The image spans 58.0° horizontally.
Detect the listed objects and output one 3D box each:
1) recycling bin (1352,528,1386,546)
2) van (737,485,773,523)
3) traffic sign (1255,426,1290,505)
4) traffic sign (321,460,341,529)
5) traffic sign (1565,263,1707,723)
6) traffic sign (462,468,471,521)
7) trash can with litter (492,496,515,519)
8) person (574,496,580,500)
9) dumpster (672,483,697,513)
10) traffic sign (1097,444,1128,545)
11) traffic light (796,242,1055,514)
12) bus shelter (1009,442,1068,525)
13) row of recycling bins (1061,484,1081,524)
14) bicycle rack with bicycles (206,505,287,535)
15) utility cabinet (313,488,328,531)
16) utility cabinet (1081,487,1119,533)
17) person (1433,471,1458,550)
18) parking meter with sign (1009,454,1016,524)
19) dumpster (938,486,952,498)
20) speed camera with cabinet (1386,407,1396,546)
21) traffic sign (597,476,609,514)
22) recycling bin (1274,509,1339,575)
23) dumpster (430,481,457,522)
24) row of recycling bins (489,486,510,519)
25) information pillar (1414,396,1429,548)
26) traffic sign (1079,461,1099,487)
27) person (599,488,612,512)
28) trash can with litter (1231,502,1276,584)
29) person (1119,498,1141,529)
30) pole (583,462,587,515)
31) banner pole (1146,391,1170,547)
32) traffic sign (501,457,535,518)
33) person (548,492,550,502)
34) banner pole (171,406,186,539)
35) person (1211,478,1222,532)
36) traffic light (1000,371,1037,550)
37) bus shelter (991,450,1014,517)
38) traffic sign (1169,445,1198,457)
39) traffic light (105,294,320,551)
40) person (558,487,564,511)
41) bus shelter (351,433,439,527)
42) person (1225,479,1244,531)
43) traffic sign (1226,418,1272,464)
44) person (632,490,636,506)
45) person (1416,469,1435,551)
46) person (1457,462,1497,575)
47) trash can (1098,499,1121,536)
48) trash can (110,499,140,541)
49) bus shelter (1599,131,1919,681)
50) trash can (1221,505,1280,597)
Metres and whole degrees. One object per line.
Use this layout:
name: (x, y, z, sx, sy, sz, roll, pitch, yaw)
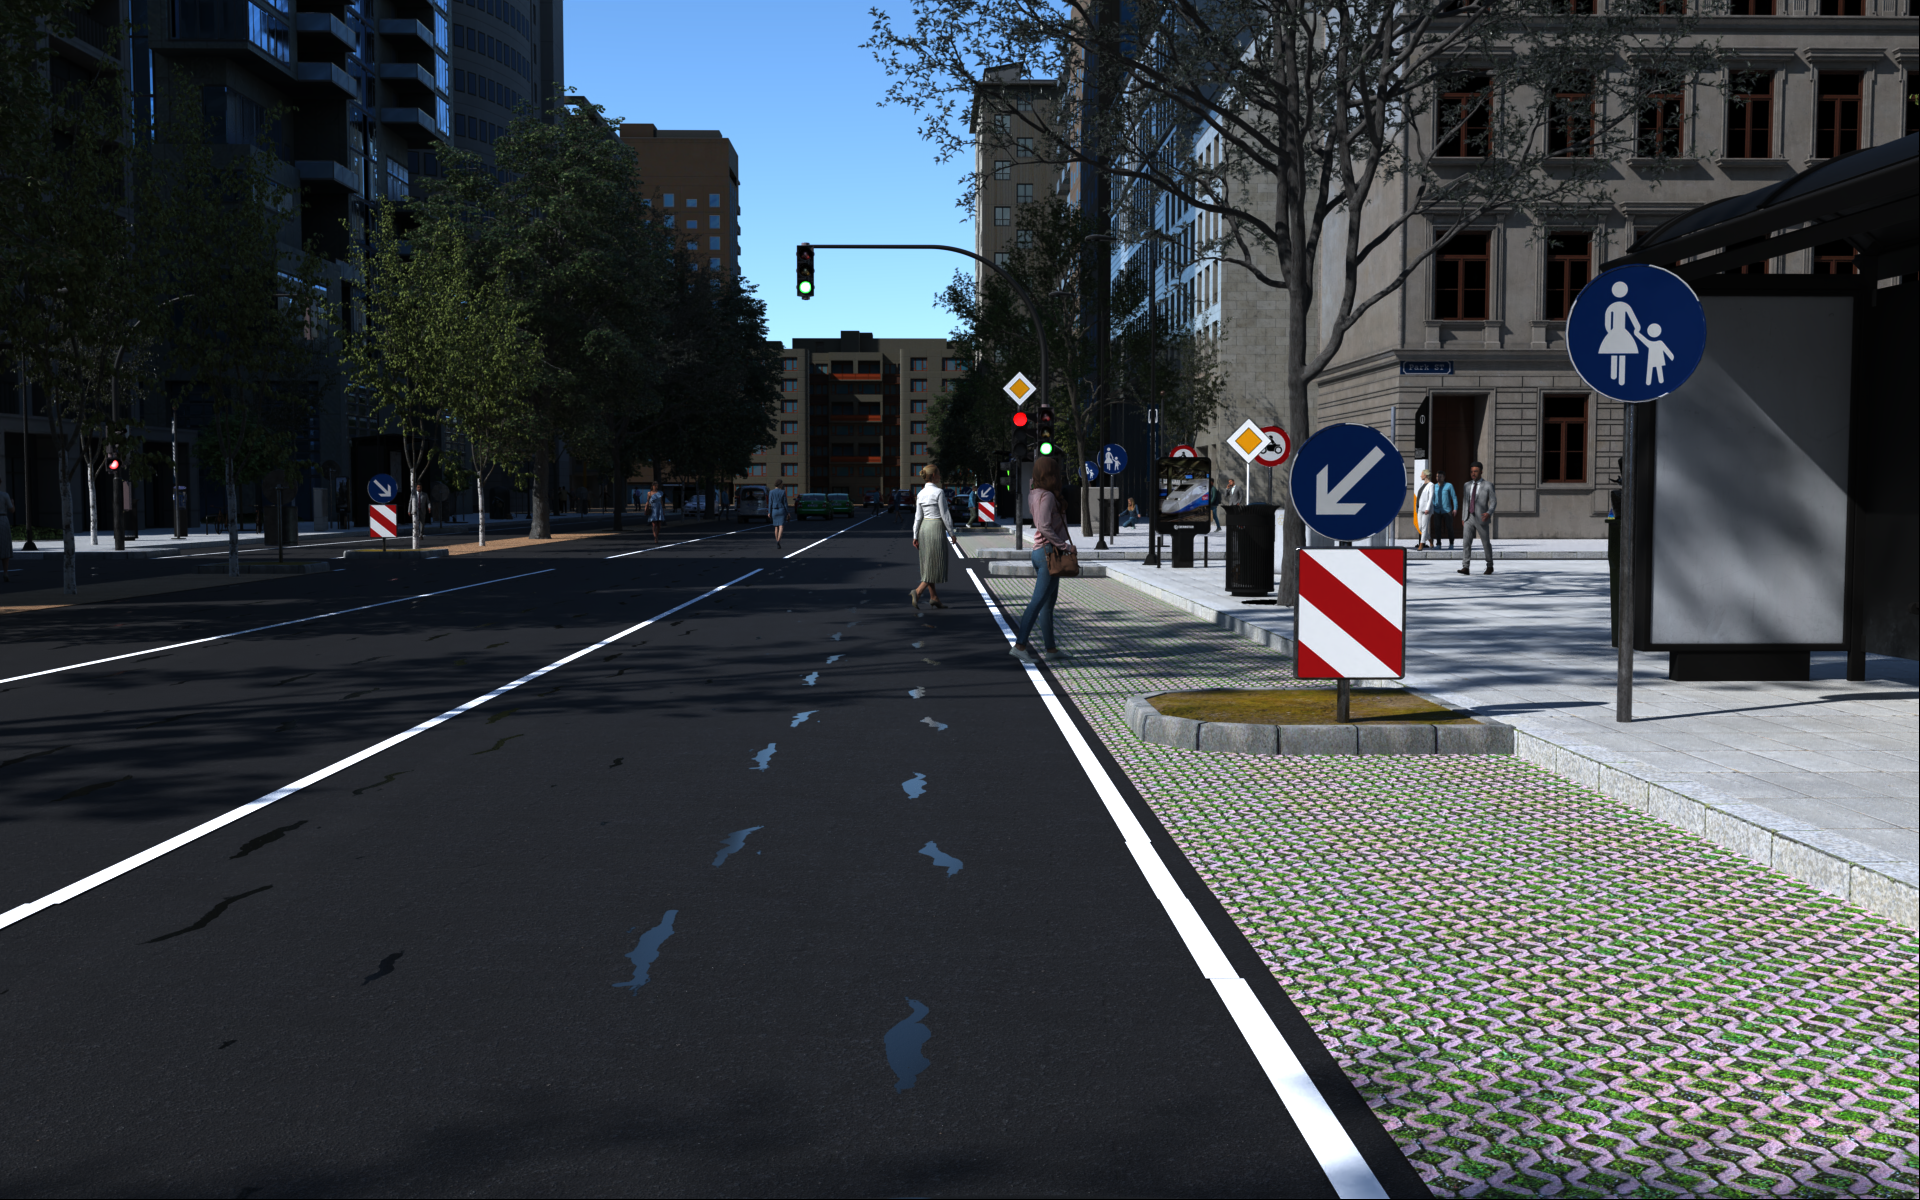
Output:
recycling bin: (7.154, -1.125, 30.955, 0.722, 1.027, 0.722, 2, 4, 35)
van: (-10.087, -4.843, 86.199, 2.013, 2.044, 4.112, 0, 4, -1)
traffic sign: (5.779, -1.968, 32.289, 0.768, 2.556, 0.104, 0, 4, 6)
traffic sign: (-23.386, -3.930, 64.364, 0.768, 2.556, 0.104, 0, 4, 5)
traffic sign: (3.742, -0.586, 9.681, 0.768, 2.556, 0.104, 0, 4, 3)
traffic sign: (-23.876, -5.084, 83.233, 0.768, 2.556, 0.104, 0, 4, 4)
trash can with litter: (-23.057, -4.654, 87.474, 1.055, 1.170, 0.624, -2, 4, -26)
person: (-26.970, -7.044, 121.931, 0.721, 1.735, 1.217, -2, 4, -28)
dumpster: (-21.047, -7.824, 132.868, 1.985, 2.255, 1.502, 0, 4, -2)
traffic sign: (3.854, -2.678, 43.898, 0.768, 2.556, 0.104, 0, 4, 0)
traffic light: (-0.568, -3.482, 31.601, 4.771, 5.953, 1.251, 0, 4, -1)
bus shelter: (3.107, -4.630, 69.622, 2.014, 3.302, 5.546, 0, 4, -1)
row of recycling bins: (4.755, -4.199, 75.764, 1.069, 1.692, 3.534, 0, 4, -4)
bicycle rack with bicycles: (-22.903, -2.585, 55.649, 2.852, 0.926, 2.925, -1, 4, -11)
utility cabinet: (-22.130, -3.139, 59.995, 0.318, 1.500, 1.173, -1, 4, -11)
utility cabinet: (4.499, -2.875, 55.684, 1.173, 1.500, 0.318, 0, 4, -4)
person: (11.245, -2.087, 40.178, 0.660, 1.820, 0.620, 2, 4, 31)
parking meter with sign: (2.679, -4.768, 74.218, 0.543, 3.016, 1.738, -1, 4, -22)
dumpster: (-1.784, -10.469, 176.122, 1.985, 2.255, 1.502, 0, 3, 0)
speed camera with cabinet: (9.634, -2.788, 39.924, 0.660, 3.252, 2.038, 0, 4, 2)
traffic sign: (-22.430, -6.650, 108.837, 0.768, 2.556, 0.104, 1, 4, 8)
recycling bin: (5.500, -0.925, 27.679, 0.722, 1.027, 0.722, -3, 5, -43)
dumpster: (-23.675, -4.457, 78.636, 1.264, 1.857, 1.865, 0, 4, -1)
row of recycling bins: (-23.992, -5.085, 90.248, 1.069, 1.692, 3.534, -1, 4, -12)
information pillar: (11.080, -3.072, 41.581, 0.183, 3.616, 0.504, -1, 4, -17)
traffic sign: (4.963, -4.083, 66.859, 0.768, 2.556, 0.104, 0, 4, 4)
person: (-25.728, -7.285, 125.667, 0.721, 1.766, 1.217, 2, 4, 35)
trash can with litter: (4.108, -0.818, 24.763, 0.624, 1.170, 1.055, -1, 4, -9)
person: (6.279, -3.158, 63.173, 0.738, 1.151, 1.012, -3, 5, -42)
pole: (-23.504, -7.014, 108.525, 0.158, 3.312, 0.155, 0, 3, 0)
banner pole: (4.798, -3.196, 42.271, 0.401, 3.779, 0.863, -2, 4, -30)
traffic sign: (-23.849, -6.140, 94.260, 2.265, 3.308, 0.079, 0, 4, 3)
person: (-28.433, -6.852, 118.987, 0.541, 1.710, 0.530, 0, 4, 8)
banner pole: (-22.365, -3.630, 49.364, 0.401, 3.779, 0.863, -2, 4, -33)
person: (8.460, -3.192, 58.220, 0.713, 1.824, 0.794, 1, 4, 14)
traffic light: (1.347, -3.110, 39.771, 0.839, 4.253, 0.868, 0, 4, -1)
bus shelter: (2.684, -6.380, 95.600, 1.731, 3.624, 6.357, 0, 4, -1)
traffic sign: (5.752, -2.726, 44.682, 0.768, 2.556, 0.104, 0, 3, 0)
traffic light: (-17.020, -3.959, 39.390, 4.771, 5.953, 1.251, 0, 4, -1)
person: (-30.130, -7.621, 130.656, 0.705, 1.823, 1.348, 1, 4, 17)
bus shelter: (-22.757, -4.812, 69.965, 1.731, 3.624, 6.357, 0, 4, -1)
person: (9.406, -3.256, 59.458, 0.473, 1.802, 0.592, -2, 4, -30)
traffic sign: (5.011, -1.851, 29.995, 0.795, 2.593, 0.064, 0, 4, 2)
person: (-35.593, -11.198, 190.072, 0.436, 1.711, 0.756, -3, 5, -41)
person: (10.577, -2.036, 39.216, 0.818, 1.842, 0.514, -3, 5, -40)
person: (8.204, -1.291, 27.419, 0.678, 1.792, 0.850, 3, 5, 44)
trash can: (4.573, -2.534, 53.090, 0.748, 1.137, 0.748, 0, 3, 0)
trash can: (-22.963, -2.202, 47.663, 0.748, 1.137, 0.748, 0, 3, 0)
bus shelter: (5.498, -0.942, 9.328, 2.014, 3.302, 5.546, 0, 4, -1)
trash can: (3.647, -0.619, 21.775, 0.748, 1.137, 0.748, 0, 3, 0)
